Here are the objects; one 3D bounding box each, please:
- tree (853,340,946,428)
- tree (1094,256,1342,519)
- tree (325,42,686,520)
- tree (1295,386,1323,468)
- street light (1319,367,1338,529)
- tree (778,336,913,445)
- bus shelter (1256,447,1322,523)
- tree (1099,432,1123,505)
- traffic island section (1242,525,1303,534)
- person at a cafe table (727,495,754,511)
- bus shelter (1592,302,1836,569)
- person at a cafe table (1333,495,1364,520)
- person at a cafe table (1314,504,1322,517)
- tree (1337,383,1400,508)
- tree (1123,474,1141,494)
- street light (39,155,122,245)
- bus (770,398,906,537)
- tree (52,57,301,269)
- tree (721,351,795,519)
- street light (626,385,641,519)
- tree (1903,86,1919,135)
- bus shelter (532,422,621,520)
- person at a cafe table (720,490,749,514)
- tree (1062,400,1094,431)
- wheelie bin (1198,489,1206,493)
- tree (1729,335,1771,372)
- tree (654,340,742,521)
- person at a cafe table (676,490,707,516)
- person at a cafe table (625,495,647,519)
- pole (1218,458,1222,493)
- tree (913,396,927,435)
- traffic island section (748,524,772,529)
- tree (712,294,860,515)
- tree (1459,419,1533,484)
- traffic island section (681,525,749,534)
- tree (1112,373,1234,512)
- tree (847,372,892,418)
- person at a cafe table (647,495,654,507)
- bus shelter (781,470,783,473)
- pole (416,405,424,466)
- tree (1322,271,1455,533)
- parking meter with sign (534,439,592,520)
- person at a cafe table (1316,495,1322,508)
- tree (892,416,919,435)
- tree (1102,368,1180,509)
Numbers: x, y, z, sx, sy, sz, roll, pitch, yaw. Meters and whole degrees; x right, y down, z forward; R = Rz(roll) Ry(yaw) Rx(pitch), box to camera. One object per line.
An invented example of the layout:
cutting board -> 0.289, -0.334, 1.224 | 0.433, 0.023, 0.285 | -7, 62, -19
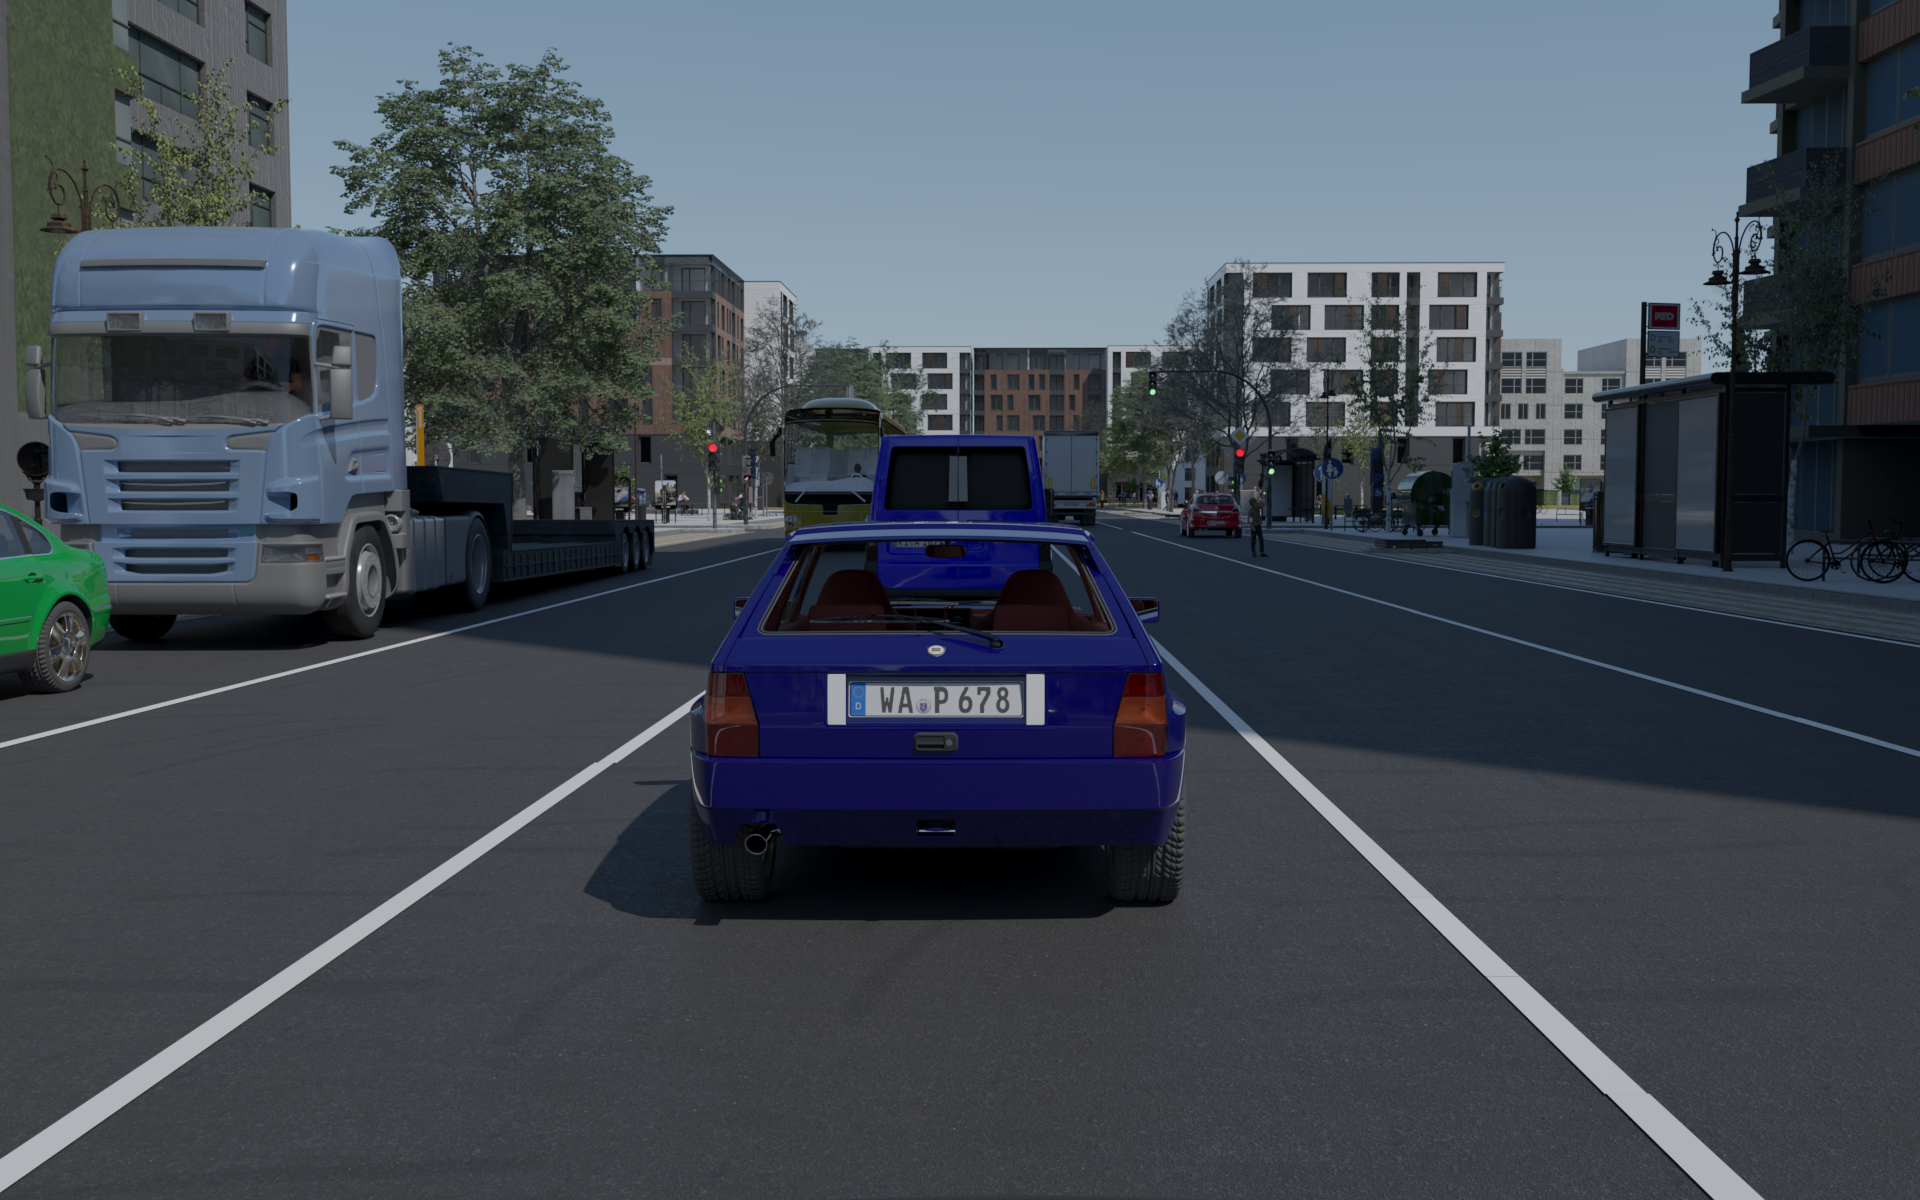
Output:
tree -> -8.096, -21.681, 210.365 | 12.611, 20.169, 13.585 | 0, 3, 0
tree -> 14.239, -10.904, 88.654 | 12.009, 13.543, 11.850 | 0, 3, 0
tree -> -12.542, -8.664, 48.318 | 9.857, 13.997, 8.962 | 0, 3, 0
tree -> 24.540, -10.175, 116.730 | 4.360, 8.622, 3.978 | 0, 3, 0
street light -> 13.398, -5.530, 63.197 | 0.468, 5.910, 1.993 | 0, 4, 1
tree -> -10.468, -14.280, 140.140 | 9.857, 13.997, 8.962 | 0, 3, 0
bus shelter -> 14.758, -5.143, 78.018 | 2.014, 3.302, 5.546 | 0, 4, 1
tree -> 17.285, -15.117, 197.523 | 4.737, 8.622, 4.395 | 0, 3, 0
traffic island section -> 11.389, -2.536, 63.751 | 2.009, 0.180, 2.903 | 0, 4, 1
person at a cafe table -> -15.489, -6.754, 121.286 | 1.698, 1.238, 1.726 | 2, 4, 25
bus shelter -> 13.999, -3.444, 33.941 | 2.179, 5.291, 8.768 | 0, 4, 1
person at a cafe table -> 19.291, -4.620, 86.404 | 1.698, 1.238, 1.726 | 0, 4, 8
person at a cafe table -> 19.502, -5.459, 97.766 | 1.622, 1.524, 1.698 | -3, 4, -37
tree -> 26.040, -9.861, 111.586 | 4.737, 8.622, 4.395 | 0, 3, 0
tree -> 16.752, -10.521, 166.616 | 1.663, 3.219, 1.824 | 0, 3, 0
street light -> -12.084, -3.137, 24.082 | 0.468, 5.910, 1.993 | 0, 4, 1
bus -> -3.037, -3.454, 48.023 | 2.896, 3.916, 12.252 | 0, 4, 1
tree -> -13.216, -4.842, 29.534 | 4.737, 8.622, 4.395 | 0, 3, 0
tree -> -10.544, -8.550, 90.148 | 4.360, 8.622, 3.978 | 0, 3, 0
street light -> -11.139, -5.302, 59.480 | 0.468, 5.910, 1.993 | 0, 4, 1
tree -> 13.384, -4.295, 20.581 | 4.737, 8.622, 4.395 | 0, 3, 0
bus shelter -> -12.968, -4.155, 59.211 | 1.731, 3.624, 6.357 | 0, 4, 1
person at a cafe table -> -14.277, -6.288, 111.318 | 1.622, 1.524, 1.698 | 2, 4, 32
tree -> 17.614, -19.114, 222.889 | 12.009, 13.543, 11.850 | 0, 3, 0
wheelie bin -> 16.231, -6.624, 116.203 | 0.693, 1.594, 0.980 | 2, 4, 34
tree -> 66.750, -14.369, 136.754 | 13.155, 14.587, 18.604 | 1, 4, 19
tree -> -12.095, -8.046, 81.914 | 4.737, 8.622, 4.395 | 0, 3, 0
person at a cafe table -> -16.267, -5.806, 103.438 | 1.622, 1.524, 1.698 | 2, 4, 28
person at a cafe table -> -15.861, -4.337, 81.775 | 1.726, 1.238, 1.698 | -1, 4, -18
pole -> 14.633, -6.332, 97.367 | 0.158, 3.312, 0.155 | 0, 3, 0
tree -> -8.363, -17.521, 193.126 | 9.857, 13.997, 8.962 | 0, 3, 0
traffic island section -> -8.935, -3.052, 72.181 | 2.009, 0.180, 2.903 | 0, 4, 1
tree -> -10.485, -11.964, 105.981 | 12.009, 13.543, 11.850 | 0, 3, 0
tree -> 13.856, -3.076, 44.895 | 1.663, 3.219, 1.824 | 0, 3, 0
traffic island section -> -9.108, -2.564, 64.198 | 2.009, 0.180, 2.903 | 0, 4, 1
tree -> 16.195, -12.097, 132.195 | 7.601, 10.594, 8.767 | -2, 4, -34
tree -> -9.035, -14.735, 159.049 | 7.486, 12.596, 7.792 | 0, 3, 0
person at a cafe table -> -26.280, -8.235, 145.503 | 1.698, 1.238, 1.726 | -1, 4, -14
bus shelter -> -11.487, -8.002, 124.758 | 2.014, 3.302, 5.546 | 0, 4, 1
pole -> -12.338, -2.801, 39.637 | 0.158, 3.312, 0.155 | 0, 3, 0
tree -> 14.120, -6.509, 56.785 | 4.360, 8.622, 3.978 | 0, 3, 0
parking meter with sign -> -12.692, -3.620, 55.443 | 1.738, 3.016, 0.543 | 0, 4, -8
person at a cafe table -> 29.514, -8.145, 144.025 | 1.726, 1.238, 1.698 | -1, 4, -12
tree -> -8.487, -18.167, 222.793 | 9.928, 11.665, 9.643 | 0, 3, 0
tree -> 15.904, -14.282, 151.634 | 7.486, 12.596, 7.792 | 0, 3, 0
